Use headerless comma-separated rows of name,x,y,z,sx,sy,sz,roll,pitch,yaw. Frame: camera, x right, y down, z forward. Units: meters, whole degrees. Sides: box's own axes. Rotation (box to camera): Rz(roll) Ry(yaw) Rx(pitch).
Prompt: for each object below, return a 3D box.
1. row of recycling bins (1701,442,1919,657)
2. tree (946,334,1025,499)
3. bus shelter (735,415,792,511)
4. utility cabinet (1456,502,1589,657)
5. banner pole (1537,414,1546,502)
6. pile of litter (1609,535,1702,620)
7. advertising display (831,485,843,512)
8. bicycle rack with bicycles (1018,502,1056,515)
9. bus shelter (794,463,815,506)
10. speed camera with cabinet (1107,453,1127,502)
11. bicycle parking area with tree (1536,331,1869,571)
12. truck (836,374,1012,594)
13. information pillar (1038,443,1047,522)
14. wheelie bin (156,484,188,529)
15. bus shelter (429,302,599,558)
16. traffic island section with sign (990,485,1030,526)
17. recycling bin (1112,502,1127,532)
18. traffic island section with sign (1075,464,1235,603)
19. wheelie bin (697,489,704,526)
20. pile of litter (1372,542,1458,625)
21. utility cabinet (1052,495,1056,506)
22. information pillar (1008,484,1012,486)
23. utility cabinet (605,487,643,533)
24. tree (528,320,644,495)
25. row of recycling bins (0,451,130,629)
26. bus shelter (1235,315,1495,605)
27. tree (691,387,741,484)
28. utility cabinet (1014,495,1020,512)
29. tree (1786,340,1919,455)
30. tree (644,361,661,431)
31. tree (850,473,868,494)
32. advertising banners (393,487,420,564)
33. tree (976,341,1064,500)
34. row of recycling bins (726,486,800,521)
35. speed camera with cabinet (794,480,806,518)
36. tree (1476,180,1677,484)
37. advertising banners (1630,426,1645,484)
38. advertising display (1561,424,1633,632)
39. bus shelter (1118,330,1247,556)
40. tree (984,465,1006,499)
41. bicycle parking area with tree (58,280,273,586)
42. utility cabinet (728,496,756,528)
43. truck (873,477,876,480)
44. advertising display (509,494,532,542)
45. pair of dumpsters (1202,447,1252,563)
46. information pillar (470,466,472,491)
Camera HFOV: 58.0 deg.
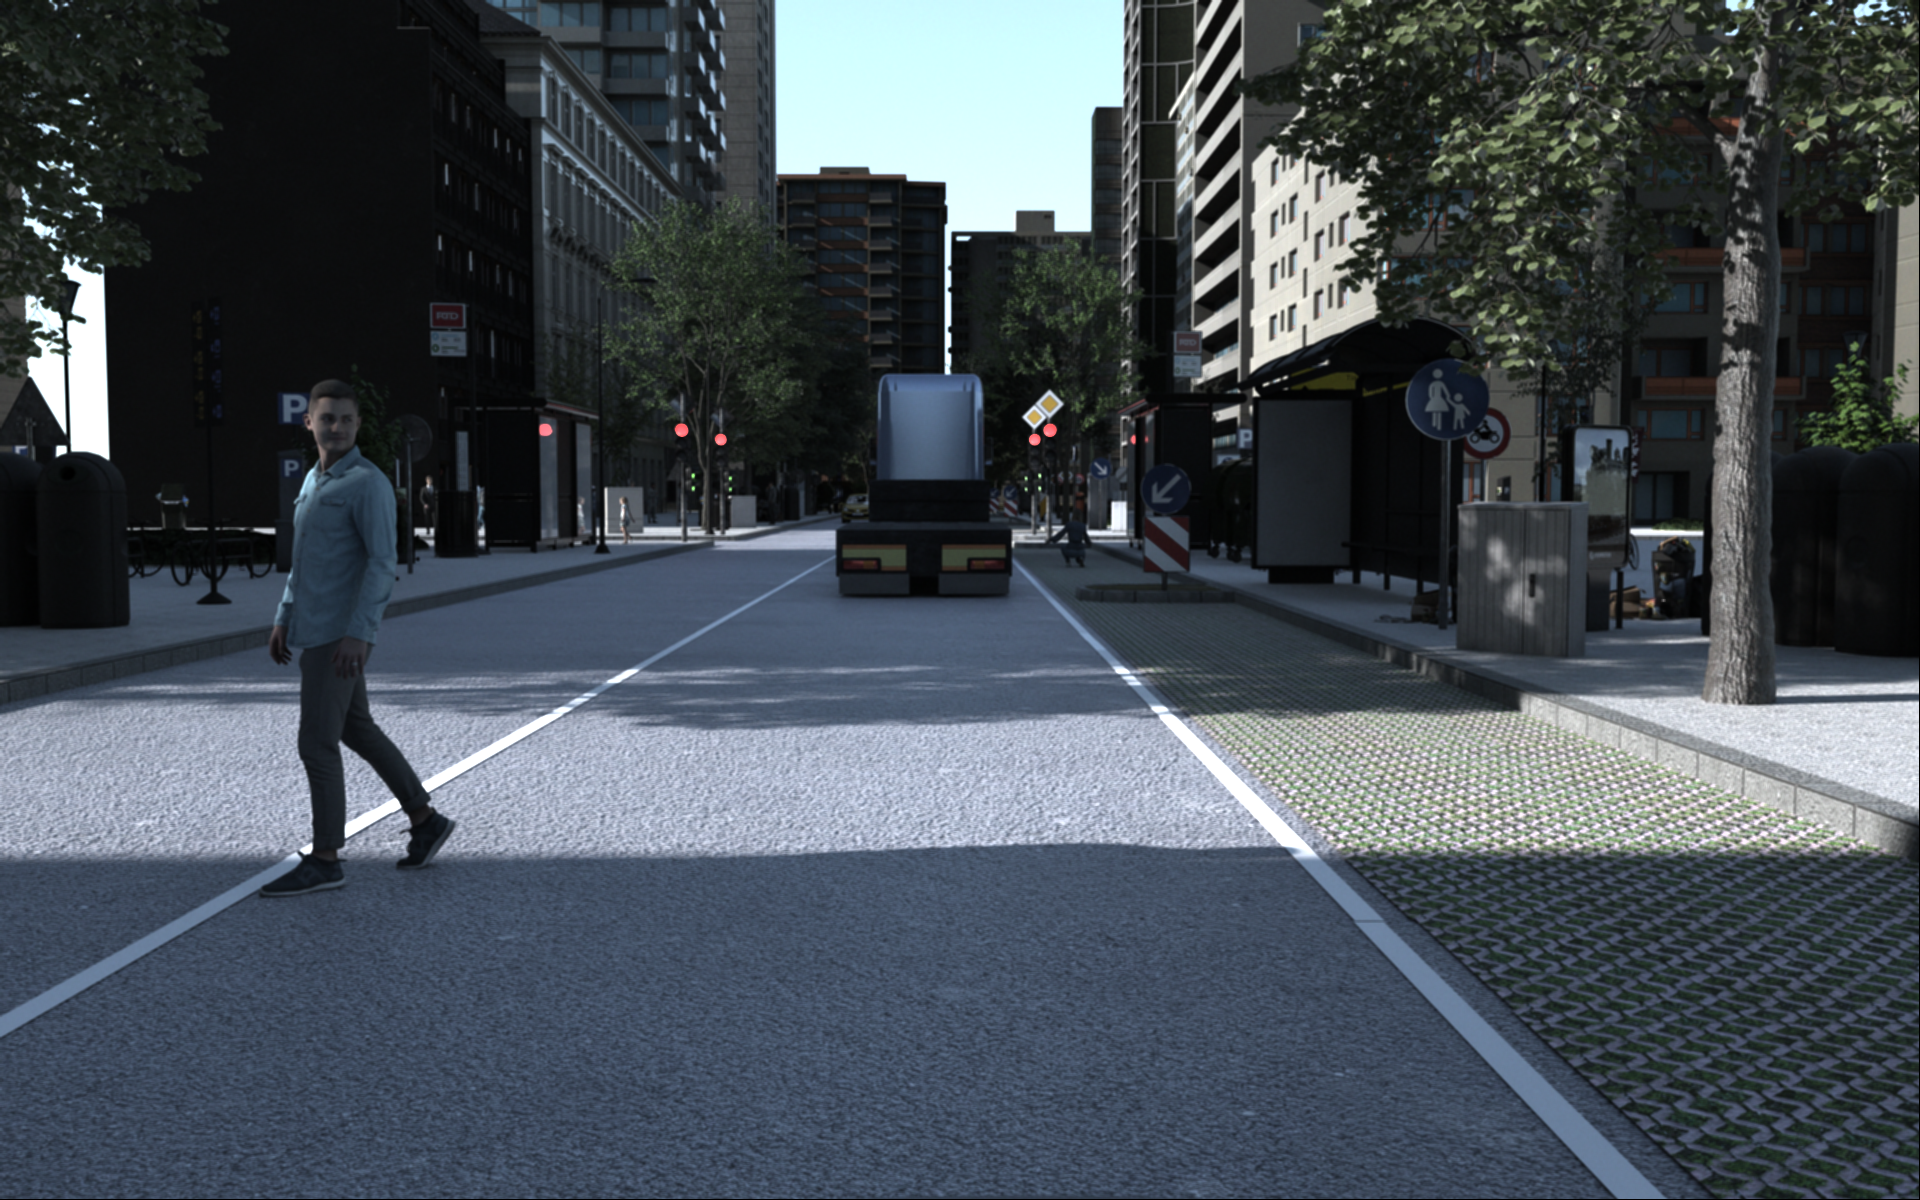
row of recycling bins,7.507,-0.443,14.348,1.069,1.692,3.534,-1,4,-16
tree,5.025,-21.255,203.408,12.611,20.169,13.585,0,3,0
bus shelter,-10.253,-6.861,89.808,2.179,5.291,8.768,0,4,0
utility cabinet,4.535,-0.175,14.022,0.306,1.237,1.020,-3,5,-40
banner pole,18.185,-3.924,54.175,0.401,3.779,0.863,3,4,36
pile of litter,7.244,-0.255,18.137,1.719,0.858,1.176,-1,4,-9
advertising display,-8.791,-7.192,122.801,0.974,1.923,0.123,-1,4,-19
bicycle rack with bicycles,4.520,-5.897,109.801,2.852,0.926,2.925,-2,4,-35
bus shelter,-11.148,-8.530,117.102,2.179,5.291,8.768,0,4,0
speed camera with cabinet,7.620,-5.471,83.785,0.660,3.252,2.038,-1,4,-13
bicycle parking area with tree,13.378,-2.725,31.552,8.231,4.147,9.016,2,4,30
truck,-0.602,-2.650,33.082,2.967,4.110,18.799,0,4,-1
information pillar,3.875,-5.426,80.067,0.504,3.616,0.183,-3,5,-42
wheelie bin,-24.528,-2.818,53.986,0.980,1.594,0.693,-1,4,-11
bus shelter,-10.015,-3.751,38.955,2.179,5.291,8.768,0,4,-1
traffic island section with sign,2.171,-4.315,79.184,1.989,1.847,2.006,0,4,0
recycling bin,5.564,-2.819,58.652,0.722,1.027,0.722,1,4,19
traffic island section with sign,2.600,-0.915,23.596,1.989,1.847,2.006,0,4,0
wheelie bin,-10.110,-3.749,69.206,0.693,1.594,0.980,0,4,2
pile of litter,5.057,-0.214,17.466,1.719,0.858,1.176,1,4,19
utility cabinet,6.202,-6.745,121.443,1.020,1.237,0.306,-2,4,-24
information pillar,3.676,-7.540,127.779,0.304,2.012,0.304,0,4,0
utility cabinet,-10.839,-2.887,55.885,1.173,1.500,0.318,-2,4,-24
tree,-16.784,-7.578,74.259,4.737,8.622,4.395,0,3,0
row of recycling bins,-9.837,-0.611,17.096,3.534,1.692,1.069,1,4,11
bus shelter,4.982,-1.733,22.264,2.014,3.302,5.546,0,4,0
tree,-16.495,-10.013,114.081,4.360,8.622,3.978,0,3,0
utility cabinet,4.012,-6.758,121.661,0.306,1.237,1.020,1,4,10
tree,11.244,-1.671,21.930,1.663,3.219,1.824,0,3,0
tree,-16.443,-8.197,84.387,4.737,8.622,4.395,0,3,0
tree,-9.201,-10.076,159.340,1.663,3.219,1.824,0,3,0
advertising banners,-10.539,-2.132,31.053,0.090,3.025,2.074,2,4,30
tree,4.273,-14.227,139.273,9.857,13.997,8.962,0,3,0
row of recycling bins,-9.486,-4.667,83.413,3.534,1.692,1.069,0,4,-1
speed camera with cabinet,-8.711,-6.101,94.091,0.660,3.252,2.038,0,4,-4
tree,14.540,-5.527,40.729,4.360,8.622,3.978,0,3,0
advertising banners,16.861,-3.012,45.435,2.074,3.025,0.090,3,4,37
advertising display,5.947,-0.672,16.204,0.974,1.923,0.123,-3,4,-37
bus shelter,4.888,-3.824,40.150,2.179,5.291,8.768,0,4,0
tree,3.513,-12.460,187.438,4.285,4.588,4.351,0,3,0
bicycle parking area with tree,-14.618,-2.228,23.427,8.231,4.147,9.016,1,4,20
utility cabinet,-8.235,-3.324,65.511,1.020,1.237,0.306,-2,4,-29
truck,-5.684,-9.474,150.830,3.469,3.379,9.791,0,4,0
advertising display,-11.280,-2.418,44.745,0.974,1.923,0.123,2,4,35
pair of dumpsters,5.662,-1.849,32.721,1.574,2.255,4.437,0,4,0
information pillar,-12.779,-2.465,44.789,0.304,2.012,0.304,0,4,-8
